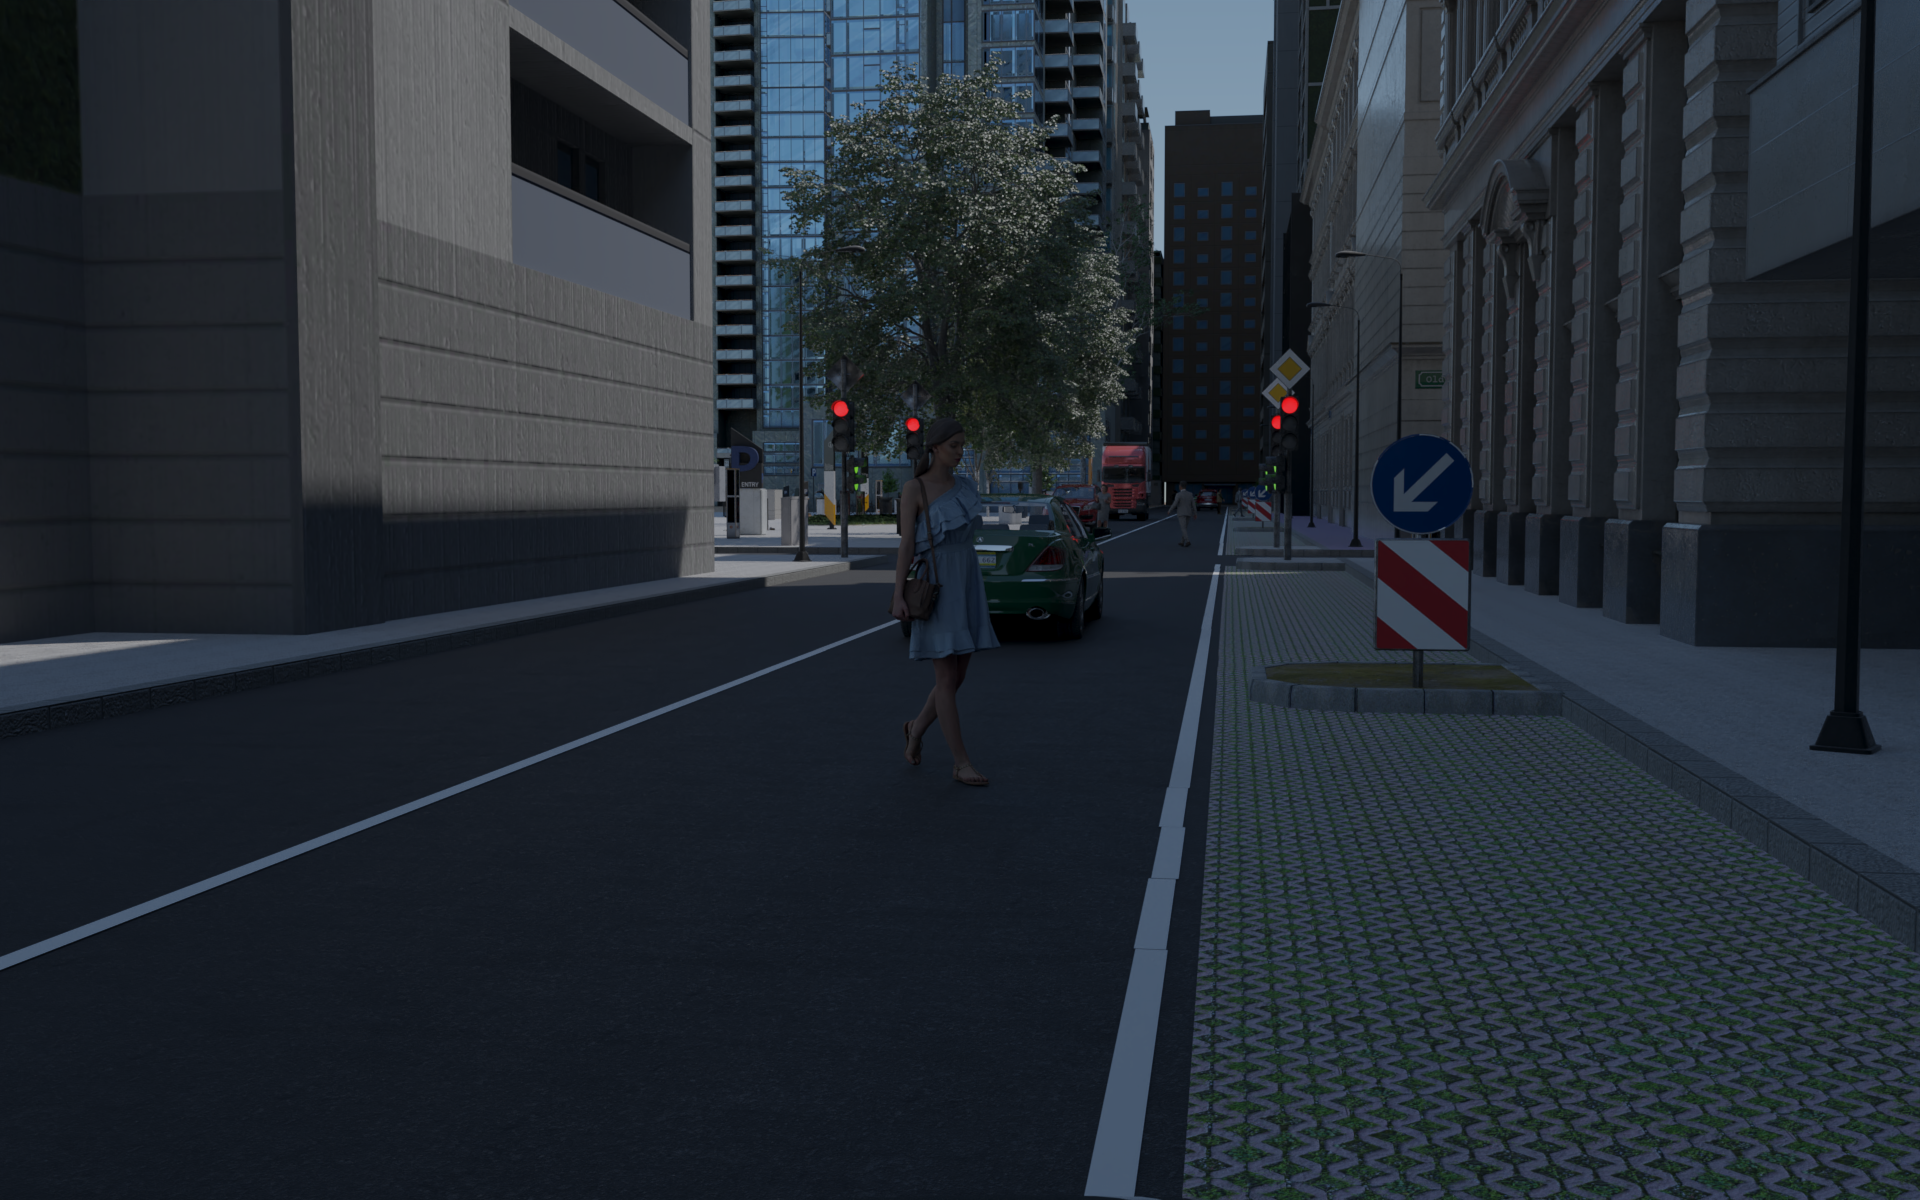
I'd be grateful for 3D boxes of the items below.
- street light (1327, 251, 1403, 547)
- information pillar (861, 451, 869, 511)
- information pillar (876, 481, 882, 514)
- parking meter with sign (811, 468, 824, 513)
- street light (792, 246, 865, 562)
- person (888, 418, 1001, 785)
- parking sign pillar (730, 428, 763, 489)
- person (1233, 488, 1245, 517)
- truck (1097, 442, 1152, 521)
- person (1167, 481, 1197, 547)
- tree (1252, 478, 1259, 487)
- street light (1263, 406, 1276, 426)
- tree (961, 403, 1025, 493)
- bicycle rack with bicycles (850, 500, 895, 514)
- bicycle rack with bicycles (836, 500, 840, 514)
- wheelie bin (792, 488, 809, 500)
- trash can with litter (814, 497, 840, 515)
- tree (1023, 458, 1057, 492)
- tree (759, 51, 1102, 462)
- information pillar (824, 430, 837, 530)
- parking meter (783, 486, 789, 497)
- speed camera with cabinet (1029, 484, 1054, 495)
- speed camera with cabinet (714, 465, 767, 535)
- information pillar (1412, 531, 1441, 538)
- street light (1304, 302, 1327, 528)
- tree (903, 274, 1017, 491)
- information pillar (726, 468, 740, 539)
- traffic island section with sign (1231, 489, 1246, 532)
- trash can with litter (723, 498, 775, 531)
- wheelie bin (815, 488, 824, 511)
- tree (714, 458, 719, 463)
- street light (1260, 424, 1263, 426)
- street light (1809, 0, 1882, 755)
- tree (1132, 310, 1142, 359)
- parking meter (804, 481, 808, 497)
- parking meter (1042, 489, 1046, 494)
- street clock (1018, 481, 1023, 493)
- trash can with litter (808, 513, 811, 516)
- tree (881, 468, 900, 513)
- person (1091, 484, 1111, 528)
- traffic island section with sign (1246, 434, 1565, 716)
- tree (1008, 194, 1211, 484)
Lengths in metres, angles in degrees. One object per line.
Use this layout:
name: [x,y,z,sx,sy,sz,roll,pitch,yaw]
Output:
street light: [7.862,-3.709,33.182,1.470,5.913,1.316,1,4,9]
information pillar: [-5.038,-6.111,91.270,0.504,3.616,0.183,-3,5,-41]
information pillar: [-4.383,-5.463,93.811,0.304,2.012,0.304,0,4,7]
parking meter with sign: [-9.152,-7.354,116.496,1.738,3.016,0.543,2,4,28]
street light: [-2.465,-3.676,32.638,1.470,5.913,1.316,1,4,9]
person: [-0.124,-0.008,8.720,0.616,1.811,0.778,-2,4,-35]
parking sign pillar: [-8.643,-4.998,70.194,1.447,3.967,1.447,0,4,2]
person: [17.500,-6.108,108.474,0.850,1.850,0.679,-1,4,-10]
truck: [9.208,-6.532,95.708,2.839,4.237,11.283,0,4,7]
person: [6.097,-2.349,47.176,0.678,1.792,0.850,-2,4,-25]
tree: [33.271,-12.081,192.126,1.663,3.219,1.824,0,3,0]
street light: [16.878,-7.262,91.279,1.470,5.913,1.316,1,4,9]
tree: [1.793,-8.944,96.593,4.360,8.622,3.978,0,3,0]
bicycle rack with bicycles: [-4.985,-5.468,102.790,2.925,0.926,2.852,1,4,11]
bicycle rack with bicycles: [-7.666,-5.933,110.384,2.925,0.926,2.852,2,4,30]
wheelie bin: [-8.379,-5.091,91.151,0.980,1.594,0.693,1,4,11]
trash can with litter: [-7.658,-5.369,98.840,2.233,1.210,1.678,1,4,17]
tree: [4.244,-5.770,88.939,1.663,3.219,1.824,0,3,0]
tree: [-0.531,-8.740,49.554,9.857,13.997,8.962,0,3,0]
information pillar: [-4.709,-4.367,62.750,0.504,3.616,0.183,3,5,39]
parking meter: [-11.989,-6.956,119.434,0.399,1.863,0.255,1,4,15]
speed camera with cabinet: [4.880,-6.517,100.892,0.660,3.252,2.038,3,5,44]
speed camera with cabinet: [-7.099,-3.663,54.233,2.038,3.252,0.660,1,4,12]
information pillar: [6.489,-1.198,24.077,0.304,2.012,0.304,3,5,45]
street light: [9.080,-4.248,41.994,1.470,5.913,1.316,1,4,9]
tree: [0.379,-6.538,57.257,4.737,8.622,4.395,0,3,0]
information pillar: [-6.518,-2.768,49.744,0.304,2.012,0.304,1,4,16]
traffic island section with sign: [11.440,-3.512,66.056,1.989,1.847,2.006,1,4,9]
trash can with litter: [-7.410,-3.059,61.072,2.233,1.210,1.678,-2,4,-32]
wheelie bin: [-6.920,-4.833,86.931,0.693,1.594,0.980,0,4,3]
tree: [-14.495,-6.615,91.869,4.285,4.588,4.351,0,3,0]
street light: [20.669,-8.740,115.441,1.470,5.913,1.316,1,4,9]
street light: [3.914,-2.206,8.610,1.470,5.913,1.316,1,4,9]
tree: [3.482,-10.590,79.802,9.857,13.997,8.962,0,3,0]
parking meter: [-6.964,-4.367,77.115,0.255,1.863,0.399,3,5,42]
parking meter: [3.848,-4.432,80.873,0.372,1.533,0.369,0,3,0]
street clock: [3.450,-5.785,99.151,0.358,2.002,0.471,1,4,9]
trash can with litter: [-8.815,-5.146,95.528,0.624,1.170,1.055,-2,4,-26]
tree: [-4.980,-7.531,117.727,1.663,3.219,1.824,0,3,0]
person: [4.857,-3.123,59.912,0.716,1.782,0.532,1,4,20]
traffic island section with sign: [3.048,-0.217,12.174,1.989,1.847,2.006,1,4,9]
tree: [8.986,-15.484,109.052,12.611,20.169,13.585,0,3,0]
